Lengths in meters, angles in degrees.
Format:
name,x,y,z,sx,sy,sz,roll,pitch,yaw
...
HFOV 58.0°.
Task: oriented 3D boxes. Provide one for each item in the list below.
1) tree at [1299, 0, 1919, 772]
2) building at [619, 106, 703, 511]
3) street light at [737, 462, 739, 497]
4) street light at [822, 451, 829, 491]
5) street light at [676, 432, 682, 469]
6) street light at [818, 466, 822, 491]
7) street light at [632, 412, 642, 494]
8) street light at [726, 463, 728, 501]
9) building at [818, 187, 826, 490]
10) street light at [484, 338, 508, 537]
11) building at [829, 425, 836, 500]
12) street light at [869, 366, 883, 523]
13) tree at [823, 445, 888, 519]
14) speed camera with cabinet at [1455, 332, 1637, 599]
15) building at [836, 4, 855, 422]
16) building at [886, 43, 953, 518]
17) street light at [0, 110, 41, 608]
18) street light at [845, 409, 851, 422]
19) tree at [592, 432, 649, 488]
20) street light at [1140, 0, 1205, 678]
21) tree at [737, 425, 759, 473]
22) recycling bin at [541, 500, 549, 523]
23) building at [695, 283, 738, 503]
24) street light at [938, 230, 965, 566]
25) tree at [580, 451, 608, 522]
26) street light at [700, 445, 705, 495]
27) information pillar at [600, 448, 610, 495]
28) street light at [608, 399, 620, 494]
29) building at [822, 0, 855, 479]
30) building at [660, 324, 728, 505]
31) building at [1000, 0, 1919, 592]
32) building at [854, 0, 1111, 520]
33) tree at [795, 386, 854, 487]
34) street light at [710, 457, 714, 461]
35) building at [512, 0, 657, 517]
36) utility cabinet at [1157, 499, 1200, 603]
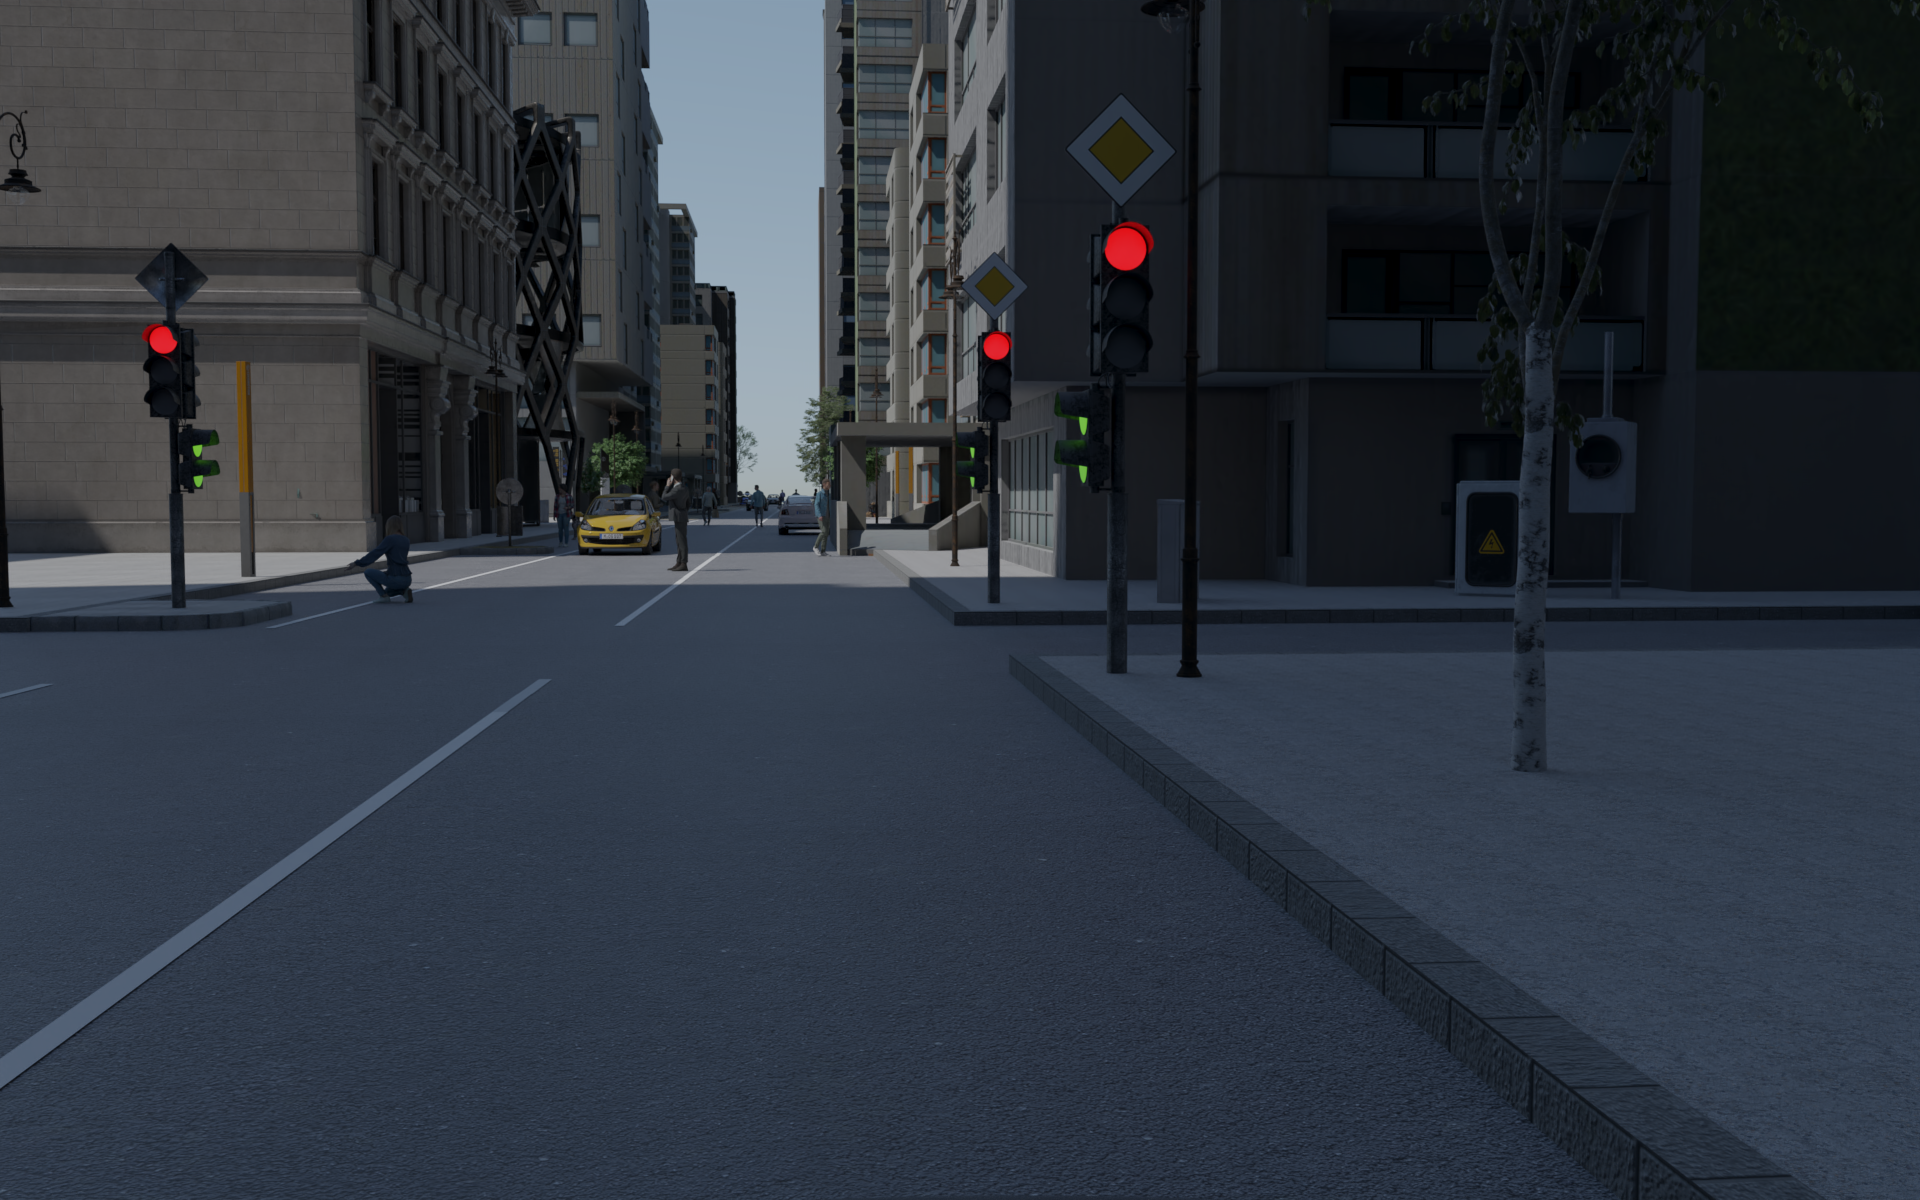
name,x,y,z,sx,sy,sz,roll,pitch,yaw
tree,2.884,-3.515,7.832,4.360,8.622,3.978,0,3,0
building,-39.945,-28.372,155.766,32.217,40.220,23.993,0,4,-5
street light,-31.299,-16.560,243.536,0.468,5.910,1.993,0,4,-5
street light,-14.608,-13.248,189.386,0.468,5.910,1.993,0,4,-5
street light,-20.832,-9.512,128.308,0.468,5.910,1.993,0,4,-5
street light,-17.518,-15.212,221.495,0.468,5.910,1.993,0,4,-5
street light,-17.917,-7.548,96.199,0.468,5.910,1.993,0,4,-5
street light,-28.434,-14.595,211.423,0.468,5.910,1.993,0,4,-5
building,-13.091,-36.461,246.244,14.600,45.320,14.200,0,4,-5
street light,-13.782,-4.819,51.581,0.468,5.910,1.993,0,4,-5
building,-0.382,-51.468,154.178,22.319,86.520,31.000,0,4,-5
street light,-3.017,-5.499,62.692,0.468,5.910,1.993,0,4,-5
tree,-5.370,-6.407,88.467,4.285,4.588,4.351,0,3,0
speed camera with cabinet,7.240,-1.657,21.434,2.038,3.252,0.660,2,4,32
building,2.252,-28.804,125.571,22.147,44.769,28.867,0,4,-5
building,11.028,-14.517,82.389,27.650,21.520,28.899,0,4,-5
street light,-10.843,-2.855,19.475,0.468,5.910,1.993,0,4,-5
street light,-5.988,-7.462,94.796,0.468,5.910,1.993,0,4,-5
tree,-17.978,-6.570,91.133,4.285,4.588,4.351,0,3,0
street light,1.611,-2.398,11.998,0.468,5.910,1.993,0,4,-5
tree,-32.942,-19.892,250.986,9.928,11.665,9.643,0,3,0
recycling bin,-18.973,-3.995,77.875,0.722,1.027,0.722,3,5,40
building,-37.775,-28.425,236.452,14.160,30.474,14.107,0,4,-5
street light,-0.091,-3.535,30.585,0.468,5.910,1.993,0,4,-5
tree,-16.727,-5.122,78.350,1.663,3.219,1.824,0,3,0
street light,-23.784,-11.476,160.413,0.468,5.910,1.993,0,4,-5
information pillar,-18.072,-5.919,88.132,0.504,3.616,0.183,-3,5,-43
street light,-16.741,-6.796,83.900,0.468,5.910,1.993,0,4,-5
building,-5.184,-40.296,200.844,21.231,58.520,28.212,0,4,-5
building,-40.217,-21.133,190.571,27.650,21.520,28.899,0,4,-5
building,7.239,-21.079,28.236,14.086,41.232,14.154,0,4,-5
building,0.630,-25.713,104.005,14.154,41.232,14.086,0,4,-5
tree,-13.315,-16.100,181.367,7.486,12.596,7.792,0,3,0
street light,-25.486,-12.582,178.506,0.468,5.910,1.993,0,4,-5
building,-33.382,-31.591,105.744,28.713,52.752,27.495,0,4,-5
utility cabinet,2.633,-0.589,20.788,0.306,1.237,1.020,1,4,21
